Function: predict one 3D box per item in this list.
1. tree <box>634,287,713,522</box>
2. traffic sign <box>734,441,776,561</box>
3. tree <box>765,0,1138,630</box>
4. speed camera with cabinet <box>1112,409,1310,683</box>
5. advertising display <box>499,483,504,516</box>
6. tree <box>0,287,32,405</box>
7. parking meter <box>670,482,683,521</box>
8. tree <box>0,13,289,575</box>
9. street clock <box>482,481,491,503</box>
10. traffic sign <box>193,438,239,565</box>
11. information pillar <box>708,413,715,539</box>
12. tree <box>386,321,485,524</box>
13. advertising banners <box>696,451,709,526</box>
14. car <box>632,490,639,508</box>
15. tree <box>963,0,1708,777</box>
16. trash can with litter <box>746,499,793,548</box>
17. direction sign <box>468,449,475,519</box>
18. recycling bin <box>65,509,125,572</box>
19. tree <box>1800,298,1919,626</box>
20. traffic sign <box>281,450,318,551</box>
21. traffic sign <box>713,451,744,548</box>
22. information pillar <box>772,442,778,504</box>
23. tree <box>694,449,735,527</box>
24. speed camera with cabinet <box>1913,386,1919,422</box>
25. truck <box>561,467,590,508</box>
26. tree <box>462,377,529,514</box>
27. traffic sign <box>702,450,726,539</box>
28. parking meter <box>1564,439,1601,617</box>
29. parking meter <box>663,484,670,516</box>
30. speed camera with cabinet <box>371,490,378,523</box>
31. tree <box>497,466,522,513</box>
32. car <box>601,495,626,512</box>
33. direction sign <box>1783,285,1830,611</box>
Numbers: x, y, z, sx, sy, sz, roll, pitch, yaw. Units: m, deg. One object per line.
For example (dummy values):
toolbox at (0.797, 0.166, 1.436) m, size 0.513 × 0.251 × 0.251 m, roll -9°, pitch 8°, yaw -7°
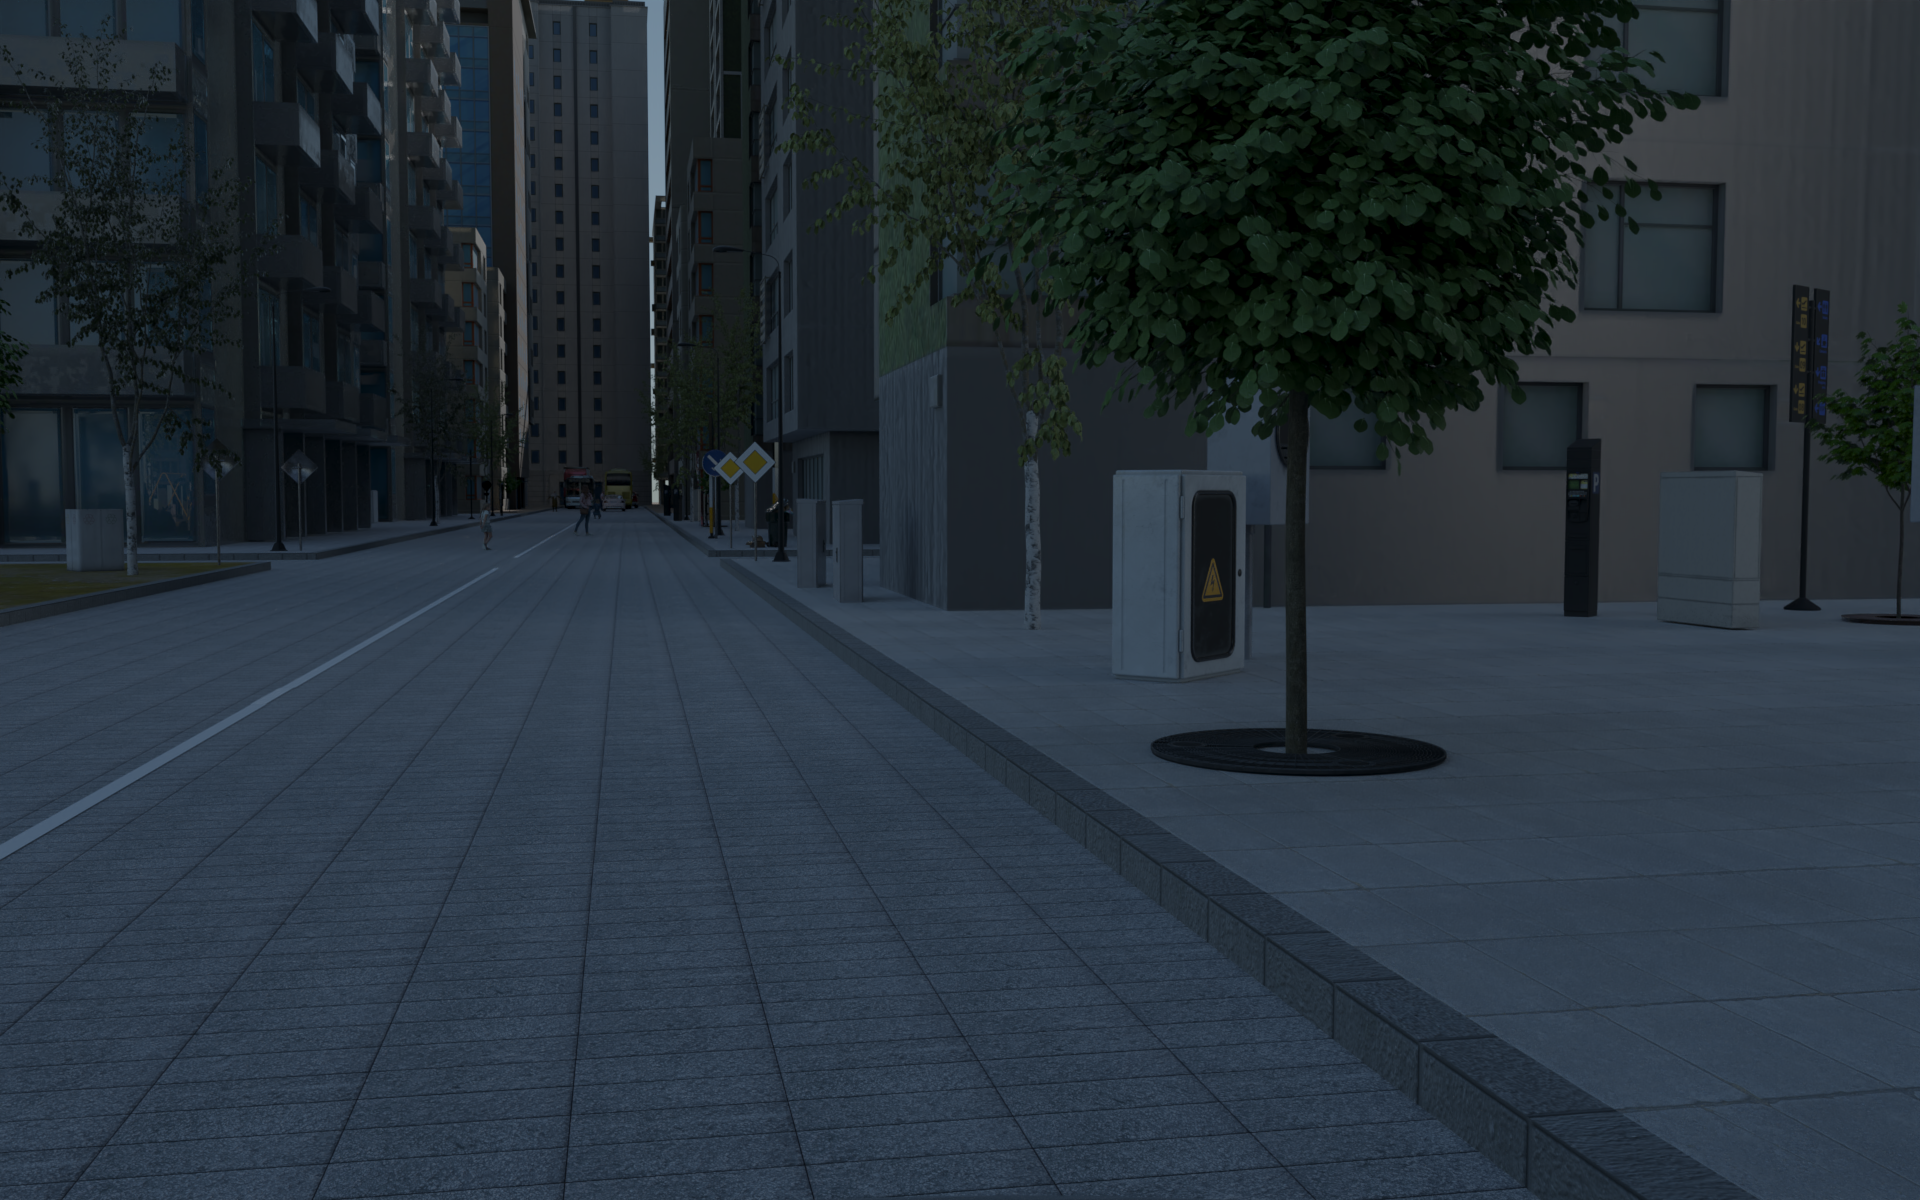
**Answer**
tree at (-7.950, -6.687, 59.694) m, size 4.737 × 8.622 × 4.395 m, roll 0°, pitch 3°, yaw 0°
traffic sign at (-3.902, -1.796, 33.013) m, size 0.795 × 2.450 × 0.064 m, roll -1°, pitch 4°, yaw -11°
tree at (0.477, -4.018, 16.057) m, size 4.737 × 8.622 × 4.395 m, roll 0°, pitch 3°, yaw 0°
speed camera with cabinet at (1.868, -1.116, 12.578) m, size 0.660 × 3.252 × 2.038 m, roll 3°, pitch 4°, yaw 36°
advertising display at (-27.094, -5.938, 102.293) m, size 0.123 × 1.923 × 0.974 m, roll -1°, pitch 4°, yaw -23°
tree at (-13.208, -2.288, 21.129) m, size 4.285 × 4.588 × 4.351 m, roll 0°, pitch 3°, yaw 0°
parking meter at (-13.465, -4.706, 82.652) m, size 0.399 × 1.863 × 0.255 m, roll 2°, pitch 4°, yaw 29°
tree at (-12.959, -4.690, 27.052) m, size 4.360 × 8.622 × 3.978 m, roll 0°, pitch 3°, yaw 0°
street clock at (-25.330, -5.389, 92.684) m, size 0.358 × 2.002 × 0.471 m, roll 3°, pitch 4°, yaw 39°
traffic sign at (-13.377, -1.687, 31.218) m, size 0.795 × 2.450 × 0.064 m, roll -1°, pitch 4°, yaw -11°
information pillar at (-7.178, -3.591, 50.063) m, size 0.183 × 3.616 × 0.504 m, roll 0°, pitch 4°, yaw -1°
tree at (-22.285, -7.543, 73.689) m, size 4.360 × 8.622 × 3.978 m, roll 0°, pitch 3°, yaw 0°
advertising banners at (-10.370, -4.493, 69.645) m, size 0.090 × 3.025 × 2.074 m, roll -1°, pitch 4°, yaw -20°
car at (-33.981, -10.301, 177.101) m, size 2.281 × 1.827 × 5.304 m, roll -1°, pitch 4°, yaw -12°
tree at (1.748, -1.511, 8.423) m, size 4.285 × 4.588 × 4.351 m, roll 0°, pitch 3°, yaw 0°
trash can with litter at (-4.572, -1.846, 41.577) m, size 1.055 × 1.170 × 0.624 m, roll -2°, pitch 4°, yaw -32°
direction sign at (-24.888, -5.882, 88.165) m, size 0.379 × 3.537 × 0.876 m, roll -1°, pitch 4°, yaw -19°
recycling bin at (-14.489, -1.006, 29.009) m, size 0.722 × 1.027 × 0.722 m, roll -3°, pitch 5°, yaw -42°
tree at (9.300, -1.391, 17.348) m, size 1.663 × 3.219 × 1.824 m, roll 0°, pitch 3°, yaw 0°
traffic sign at (-14.886, -2.166, 39.059) m, size 0.795 × 2.450 × 0.064 m, roll -1°, pitch 4°, yaw -11°
traffic sign at (-5.411, -2.276, 40.855) m, size 0.795 × 2.450 × 0.064 m, roll -1°, pitch 4°, yaw -11°
information pillar at (-5.757, -3.878, 54.757) m, size 0.183 × 3.616 × 0.504 m, roll 2°, pitch 4°, yaw 26°
tree at (-9.686, -4.457, 67.478) m, size 1.663 × 3.219 × 1.824 m, roll 0°, pitch 3°, yaw 0°
speed camera with cabinet at (8.641, -1.178, 13.598) m, size 2.038 × 3.252 × 0.660 m, roll 2°, pitch 4°, yaw 29°
truck at (-40.054, -11.747, 180.982) m, size 2.839 × 4.237 × 11.283 m, roll -1°, pitch 4°, yaw -11°
tree at (-29.755, -9.765, 110.015) m, size 4.737 × 8.622 × 4.395 m, roll 0°, pitch 3°, yaw 0°
traffic sign at (-7.005, -3.035, 49.720) m, size 0.768 × 2.556 × 0.104 m, roll 0°, pitch 4°, yaw -1°
parking meter at (6.519, -0.760, 18.144) m, size 0.255 × 1.863 × 0.399 m, roll 3°, pitch 4°, yaw 37°
parking meter at (-17.255, -5.895, 102.099) m, size 0.399 × 1.863 × 0.255 m, roll 1°, pitch 4°, yaw 18°
speed camera with cabinet at (-26.601, -4.984, 75.816) m, size 2.038 × 3.252 × 0.660 m, roll 0°, pitch 4°, yaw 2°
tree at (-31.579, -7.718, 120.793) m, size 1.663 × 3.219 × 1.824 m, roll 0°, pitch 3°, yaw 0°
car at (-28.676, -8.022, 143.516) m, size 2.083 × 1.381 × 4.827 m, roll -1°, pitch 4°, yaw -12°
direction sign at (9.336, -1.657, 19.093) m, size 0.876 × 3.537 × 0.379 m, roll -3°, pitch 5°, yaw -41°
